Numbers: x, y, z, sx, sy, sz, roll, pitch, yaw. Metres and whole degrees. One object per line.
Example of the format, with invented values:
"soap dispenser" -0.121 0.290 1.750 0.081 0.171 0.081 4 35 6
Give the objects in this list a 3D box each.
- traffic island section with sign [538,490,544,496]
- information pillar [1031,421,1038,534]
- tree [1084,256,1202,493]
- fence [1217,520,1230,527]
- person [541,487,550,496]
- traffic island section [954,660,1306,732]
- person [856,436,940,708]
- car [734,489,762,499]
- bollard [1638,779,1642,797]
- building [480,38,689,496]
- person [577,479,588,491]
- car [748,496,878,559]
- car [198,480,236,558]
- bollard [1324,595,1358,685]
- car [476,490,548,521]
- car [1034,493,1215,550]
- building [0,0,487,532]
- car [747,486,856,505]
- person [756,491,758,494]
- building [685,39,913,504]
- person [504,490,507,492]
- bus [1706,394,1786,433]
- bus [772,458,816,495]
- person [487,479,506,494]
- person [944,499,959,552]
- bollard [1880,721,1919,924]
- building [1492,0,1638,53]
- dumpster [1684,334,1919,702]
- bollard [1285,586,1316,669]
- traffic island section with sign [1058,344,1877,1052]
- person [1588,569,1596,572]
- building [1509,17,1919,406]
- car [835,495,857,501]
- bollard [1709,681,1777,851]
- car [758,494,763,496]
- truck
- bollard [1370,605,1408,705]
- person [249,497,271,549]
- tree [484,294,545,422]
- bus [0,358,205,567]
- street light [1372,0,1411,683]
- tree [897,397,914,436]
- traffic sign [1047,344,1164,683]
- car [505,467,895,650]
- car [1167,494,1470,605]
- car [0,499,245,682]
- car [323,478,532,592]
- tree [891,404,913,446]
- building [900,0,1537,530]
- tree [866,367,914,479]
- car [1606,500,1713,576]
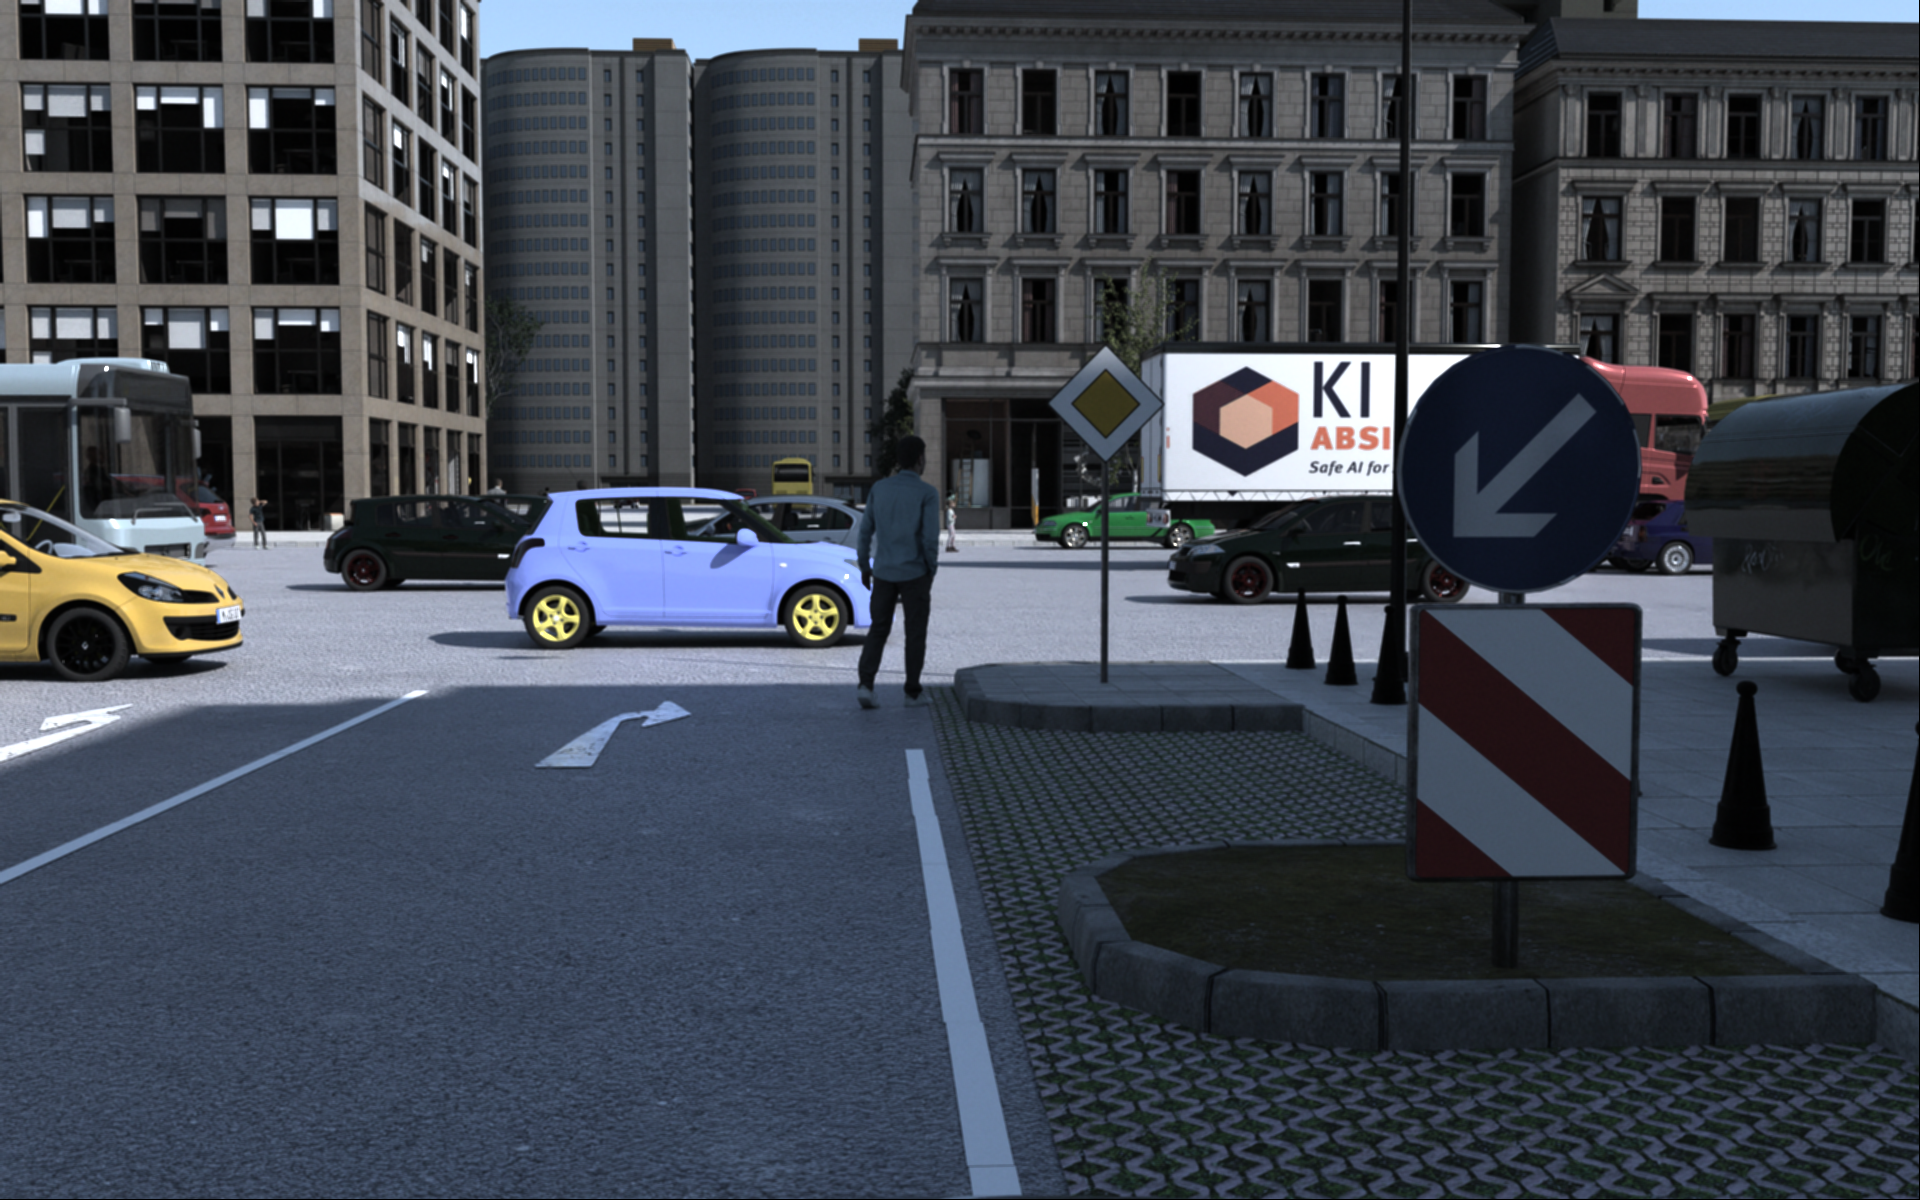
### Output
"traffic island section with sign" -39.394 -9.426 162.748 1.989 1.847 2.006 0 4 -3
"information pillar" 2.432 -3.958 56.072 0.183 3.616 0.504 -1 4 -15
"tree" 5.644 -6.379 54.651 4.737 8.622 4.395 0 3 0
"fence" 9.330 -2.654 58.772 2.069 0.683 0.278 0 4 6
"person" -27.117 -6.462 113.791 1.348 1.869 0.705 -1 4 -11
"traffic island section" 1.001 0.641 11.804 2.009 0.180 2.903 0 4 -3
"person" -0.438 -0.190 11.628 0.660 1.820 0.620 2 4 24
"car" -15.538 -7.161 125.756 2.281 1.827 5.304 0 4 -5
"bollard" 2.804 0.528 7.410 0.229 0.601 0.229 0 3 0
"building" -48.618 -41.918 227.362 28.212 58.520 21.231 0 4 -3
"person" -7.399 -1.526 34.287 0.643 1.720 0.563 3 4 38
"car" -2.658 -0.679 23.098 4.499 1.417 2.014 0 4 -1
"car" -16.850 -1.516 33.466 5.304 1.827 2.281 0 4 -2
"bollard" 2.578 0.266 11.698 0.229 0.601 0.229 0 3 0
"car" -10.808 -1.793 39.107 4.222 1.686 2.009 0 4 -4
"car" 4.304 -2.247 45.539 4.718 1.807 1.959 0 4 -3
"building" -37.868 -16.067 67.219 34.151 26.468 19.350 0 4 -3
"car" -3.734 -1.432 33.198 4.222 1.686 2.009 0 4 -3
"person" -20.490 -10.134 174.917 1.217 1.736 0.721 1 4 19
"building" -20.214 -41.932 227.587 28.212 58.520 21.231 0 4 -3
"person" -36.543 -7.968 139.496 0.721 1.743 1.217 2 4 31
"bus" 20.542 -3.069 41.727 2.896 3.916 12.252 0 4 -2
"bus" -11.233 -7.668 116.924 2.896 3.916 12.252 0 4 -4
"person" -11.501 -2.102 42.992 0.709 1.813 0.853 1 4 14
"person" -0.202 -1.835 42.776 0.394 1.301 0.425 -1 4 -12
"bollard" 2.924 0.660 5.245 0.229 0.601 0.229 0 3 0
"building" 46.442 -32.247 150.943 21.600 48.544 21.300 0 4 -3
"dumpster" 5.947 -0.546 11.421 1.502 2.255 1.985 0 4 -3
"bollard" 2.517 0.200 12.775 0.229 0.601 0.229 0 3 0
"traffic island section with sign" 1.343 0.199 5.380 1.989 1.847 2.006 0 4 -3
"person" 11.381 -1.375 31.655 0.621 1.740 0.551 0 4 3
"building" 29.607 -12.304 65.796 19.286 19.102 10.561 0 4 -3
"car" -8.769 -7.171 129.599 2.083 1.381 4.827 0 4 -4
"bollard" 2.866 0.594 6.325 0.229 0.601 0.229 0 3 0
"car" -15.943 -7.706 135.772 2.009 1.686 4.222 0 4 -1
"truck" 9.213 -2.718 33.360 11.283 4.237 2.839 0 4 -4
"bollard" 2.636 0.331 10.629 0.229 0.601 0.229 0 3 0
"person" -18.153 -1.988 44.918 0.340 1.345 0.435 2 4 27
"tree" -43.120 -18.077 151.453 12.611 20.169 13.585 0 3 0
"bus" -15.622 -1.624 21.417 13.247 3.499 2.948 0 4 -1
"street light" 2.476 -2.398 11.756 1.470 5.913 1.316 0 4 -3
"tree" -1.935 -9.982 113.561 4.737 8.622 4.395 0 3 0
"traffic sign" 0.978 -0.494 11.725 0.795 2.450 0.064 0 4 -3
"car" -2.478 -0.438 16.757 3.694 1.707 1.945 0 4 -3
"car" 4.897 -0.819 23.172 4.222 1.686 2.009 0 4 -3
"car" -7.883 -0.225 13.896 3.980 1.641 2.015 0 4 -3
"car" -7.444 -1.009 26.279 4.222 1.686 2.009 0 4 -5
"tree" -2.741 -10.646 124.421 4.360 8.622 3.978 0 3 0
"building" -0.368 -13.093 64.984 40.483 20.767 10.553 0 4 -3
"tree" -3.664 -14.382 152.151 9.611 12.733 9.660 0 3 0
"car" 13.796 -1.142 31.259 3.894 1.354 1.945 0 4 -4
